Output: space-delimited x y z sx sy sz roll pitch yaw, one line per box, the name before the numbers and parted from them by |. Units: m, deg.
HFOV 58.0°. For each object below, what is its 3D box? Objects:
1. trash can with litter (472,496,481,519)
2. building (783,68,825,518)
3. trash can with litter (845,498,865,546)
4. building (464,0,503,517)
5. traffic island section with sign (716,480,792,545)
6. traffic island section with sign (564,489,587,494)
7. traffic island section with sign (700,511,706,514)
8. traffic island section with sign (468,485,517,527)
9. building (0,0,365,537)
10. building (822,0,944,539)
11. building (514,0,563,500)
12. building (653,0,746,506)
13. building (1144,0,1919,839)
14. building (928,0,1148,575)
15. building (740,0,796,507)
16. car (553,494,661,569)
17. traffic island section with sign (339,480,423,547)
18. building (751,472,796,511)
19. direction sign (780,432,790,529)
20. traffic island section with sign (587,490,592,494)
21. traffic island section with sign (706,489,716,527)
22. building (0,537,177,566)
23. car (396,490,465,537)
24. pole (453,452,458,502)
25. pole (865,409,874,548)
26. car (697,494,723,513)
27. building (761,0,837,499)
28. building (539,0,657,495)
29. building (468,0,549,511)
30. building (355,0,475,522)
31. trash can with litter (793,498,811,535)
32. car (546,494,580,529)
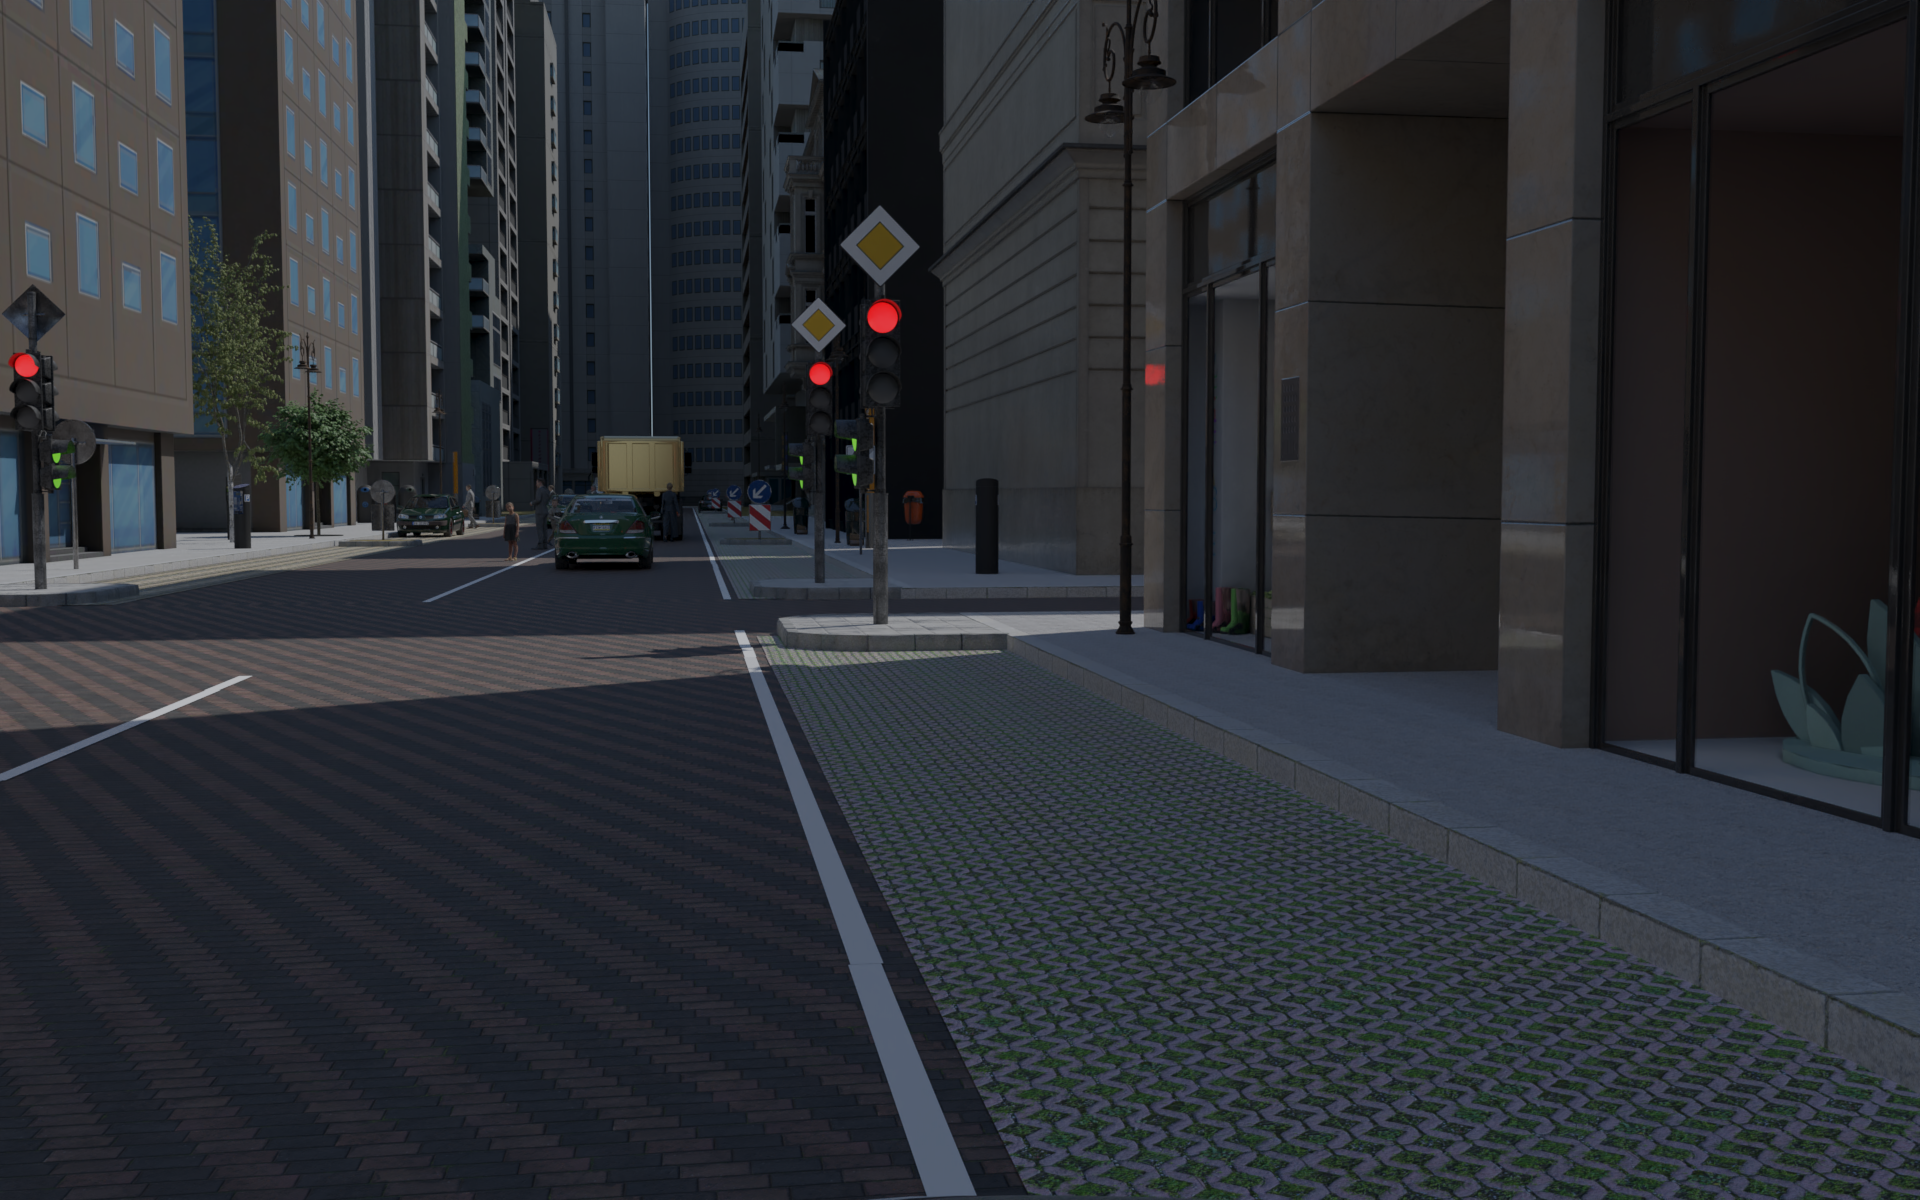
trash can with litter | -24.523 -4.673 87.797 0.624 1.170 1.055 -1 4 -23
building | -1.073 -16.116 82.579 14.460 24.649 34.723 -1 4 -9
trash can with litter | -2.539 -1.942 43.144 0.624 1.170 1.055 -1 4 -9
building | -40.531 -48.712 109.108 22.319 86.520 31.000 -1 4 -9
traffic island section with sign | -5.847 -2.492 49.365 1.989 1.847 2.006 -1 4 -9
traffic island section with sign | -27.924 -7.053 123.940 1.989 1.847 2.006 -1 4 -9
traffic island section with sign | -17.933 -7.198 126.323 1.989 1.847 2.006 -1 4 -9
traffic island section with sign | -20.237 -4.070 75.174 1.989 1.847 2.006 -1 4 -9
building | -30.246 -25.201 62.151 14.600 45.320 14.200 -1 4 -9
building | 2.283 -13.902 56.968 12.332 23.373 15.834 -1 4 -9
building | -48.095 -32.684 158.086 21.600 48.544 21.300 -1 4 -9
building | -20.364 -39.870 193.875 28.212 58.520 21.231 -1 4 -9
building | 13.892 -11.995 0.628 19.350 26.468 34.151 -1 4 -9
building | 14.767 -12.398 35.984 30.059 22.955 16.112 -1 4 -9
building | -9.605 -33.050 164.062 21.300 48.544 21.600 -1 4 -9
car | -7.041 -1.387 34.471 2.131 1.459 4.920 -1 4 -9
traffic island section with sign | -15.922 -2.391 47.719 1.989 1.847 2.006 -1 4 -9
building | -0.859 -27.570 142.654 32.217 40.220 23.993 -1 4 -9
direction sign | -6.417 -4.373 63.504 0.379 3.537 0.876 -1 4 -20
traffic island section with sign | -32.122 -8.691 150.731 1.989 1.847 2.006 -1 4 -9
traffic island section with sign | -10.092 -4.148 76.455 1.989 1.847 2.006 -1 4 -9
building | -24.011 -23.362 32.073 14.600 45.320 14.200 -1 4 -9
car | -17.823 -2.972 58.383 2.009 1.686 4.222 0 4 -7
pole | -24.387 -5.499 83.749 0.158 3.312 0.155 0 3 0
pole | -2.127 -2.873 40.824 0.158 3.312 0.155 0 3 0
car | -18.871 -7.401 130.800 2.009 1.686 4.222 -1 4 -10
building | 0.680 -32.249 116.502 28.713 52.752 27.495 -1 4 -9
building | -48.242 -39.606 189.555 28.212 58.520 21.231 -1 4 -9
building | -43.737 -42.706 136.487 20.563 71.187 20.611 -1 4 -9
building | -32.020 -24.512 84.370 14.154 41.232 14.086 -1 4 -9
trash can with litter | -4.998 -2.677 55.164 0.624 1.170 1.055 -1 4 -11
car | -16.585 -3.753 73.159 2.131 1.459 4.920 -1 4 -10
